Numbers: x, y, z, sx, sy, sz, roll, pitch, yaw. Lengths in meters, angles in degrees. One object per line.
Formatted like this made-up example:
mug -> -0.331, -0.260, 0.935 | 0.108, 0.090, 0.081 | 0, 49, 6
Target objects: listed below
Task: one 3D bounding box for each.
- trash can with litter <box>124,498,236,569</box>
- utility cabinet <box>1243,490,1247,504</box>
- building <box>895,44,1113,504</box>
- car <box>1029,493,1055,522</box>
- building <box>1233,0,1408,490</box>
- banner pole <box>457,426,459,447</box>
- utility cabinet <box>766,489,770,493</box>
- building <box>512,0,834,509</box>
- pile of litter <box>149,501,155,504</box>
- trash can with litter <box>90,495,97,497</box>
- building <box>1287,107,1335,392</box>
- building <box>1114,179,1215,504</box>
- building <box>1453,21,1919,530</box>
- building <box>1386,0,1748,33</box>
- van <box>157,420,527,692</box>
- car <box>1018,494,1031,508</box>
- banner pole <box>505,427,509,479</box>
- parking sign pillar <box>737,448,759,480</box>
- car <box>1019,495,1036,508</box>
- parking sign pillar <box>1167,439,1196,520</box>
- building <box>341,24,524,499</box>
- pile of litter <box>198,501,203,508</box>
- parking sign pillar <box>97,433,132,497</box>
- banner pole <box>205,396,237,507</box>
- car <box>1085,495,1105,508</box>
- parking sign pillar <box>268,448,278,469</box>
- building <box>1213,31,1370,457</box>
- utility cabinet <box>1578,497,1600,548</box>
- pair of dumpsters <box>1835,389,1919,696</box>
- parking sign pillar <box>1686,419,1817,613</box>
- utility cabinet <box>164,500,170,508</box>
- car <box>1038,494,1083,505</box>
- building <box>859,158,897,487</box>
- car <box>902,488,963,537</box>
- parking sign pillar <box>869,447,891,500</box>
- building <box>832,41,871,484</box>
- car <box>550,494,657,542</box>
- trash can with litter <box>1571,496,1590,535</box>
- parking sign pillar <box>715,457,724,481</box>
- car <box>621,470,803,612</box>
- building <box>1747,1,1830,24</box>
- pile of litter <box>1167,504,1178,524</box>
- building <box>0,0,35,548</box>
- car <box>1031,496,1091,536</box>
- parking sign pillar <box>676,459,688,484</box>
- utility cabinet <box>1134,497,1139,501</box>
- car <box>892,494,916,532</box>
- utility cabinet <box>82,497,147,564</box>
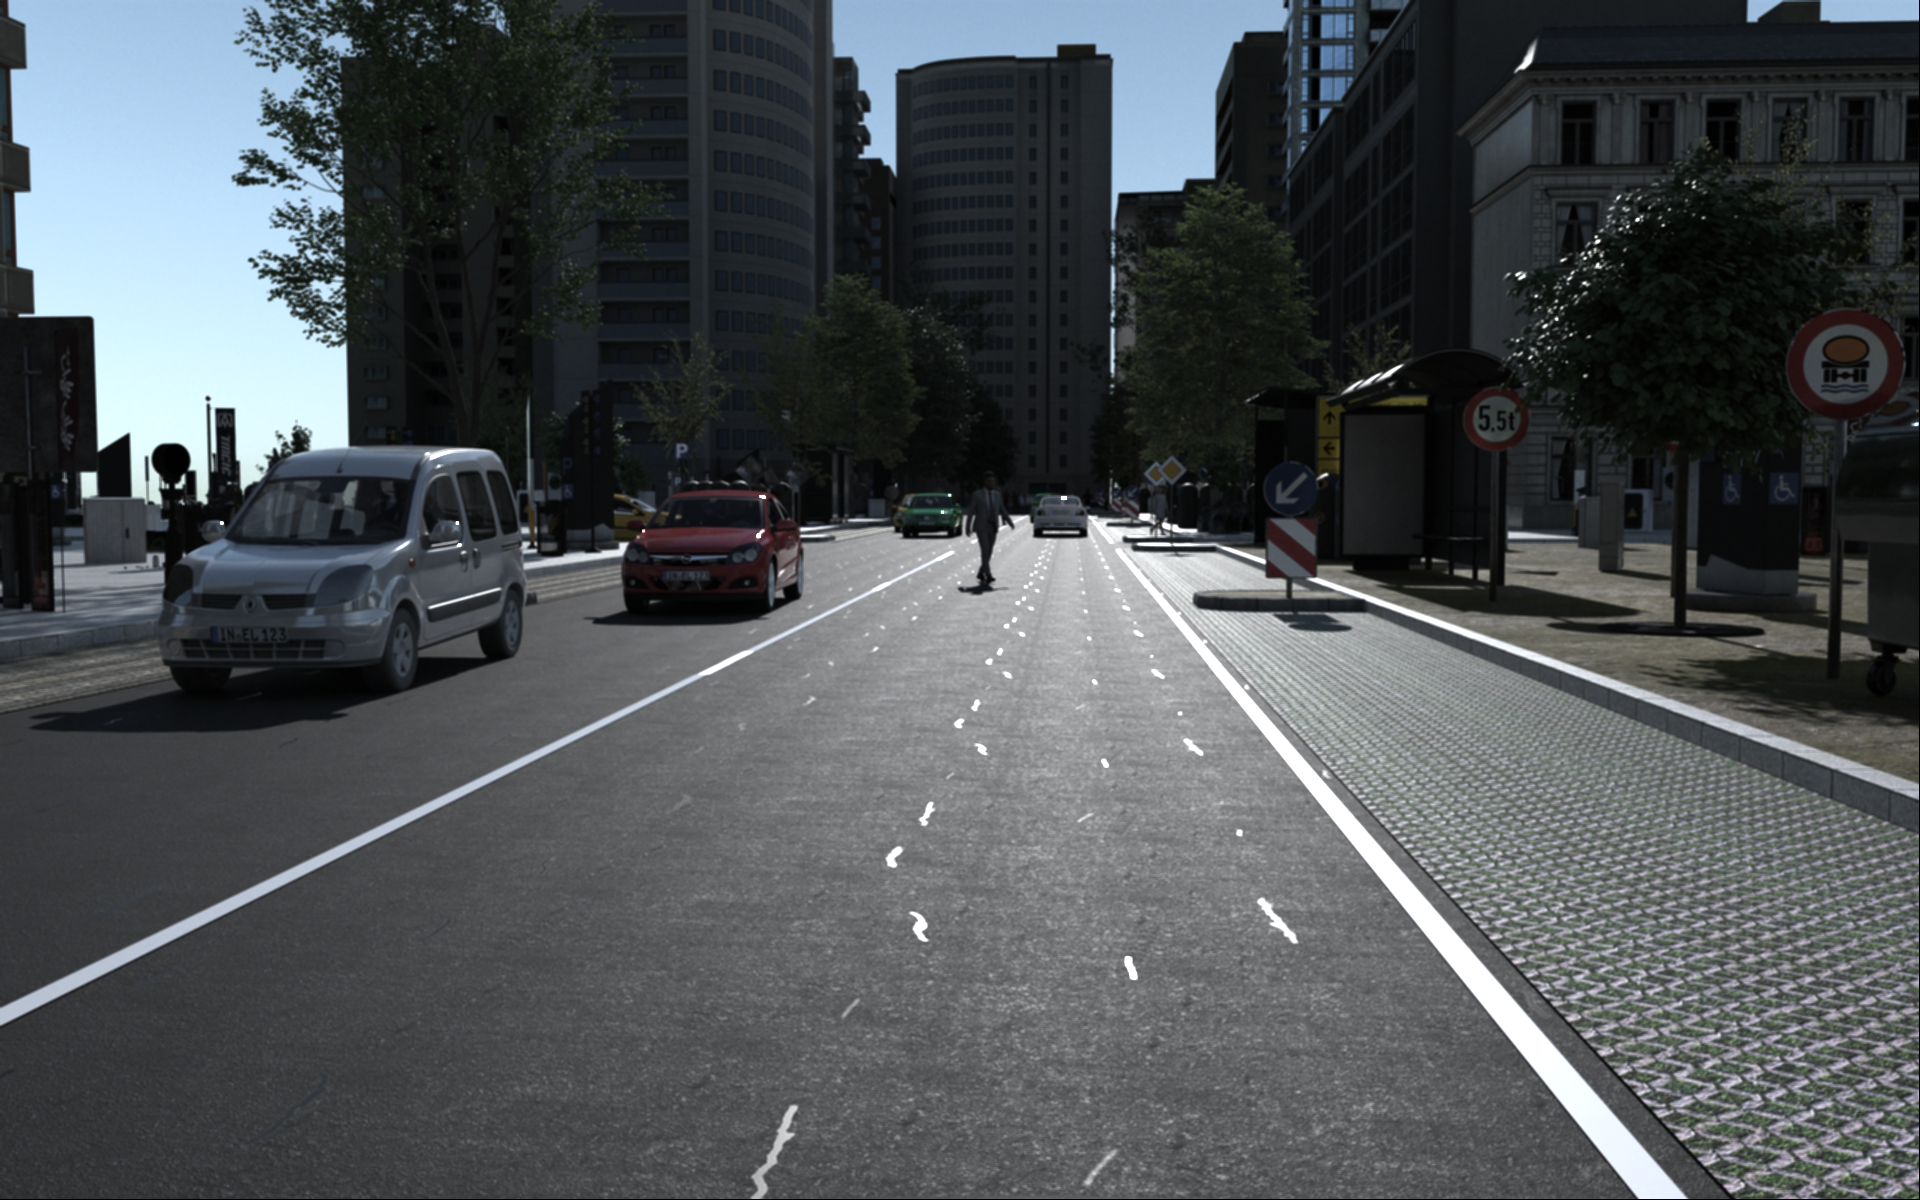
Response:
trash can with litter -> -13.192, -1.158, 29.993 | 2.233, 1.210, 1.678 | 1, 4, 23
utility cabinet -> 14.241, -4.712, 85.725 | 1.173, 1.500, 0.318 | -3, 5, -43
building -> 5.905, -42.165, 231.392 | 28.212, 58.520, 21.231 | 0, 4, 4
car -> 4.524, -4.894, 88.810 | 1.959, 1.807, 4.718 | 0, 4, 4
building -> 36.937, -51.304, 151.495 | 22.319, 86.520, 31.000 | 0, 4, 4
banner pole -> -13.145, -3.410, 45.775 | 0.401, 3.779, 0.863 | -2, 4, -35
utility cabinet -> -8.146, -4.182, 77.049 | 0.318, 1.500, 1.173 | -3, 5, -40
building -> -22.805, -36.752, 142.896 | 21.231, 58.520, 28.212 | 0, 4, 4
pile of litter -> -52.284, -5.969, 111.564 | 1.719, 0.858, 1.176 | -3, 5, -42
trash can with litter -> -58.977, -6.596, 118.908 | 1.678, 1.210, 2.233 | 3, 5, 43
building -> 29.779, -19.538, 112.959 | 14.314, 27.812, 24.014 | 0, 4, 4
building -> 27.382, -33.253, 227.283 | 14.086, 41.232, 14.154 | 0, 4, 4
building -> 29.730, -12.335, 66.297 | 19.286, 19.102, 10.561 | 0, 4, 4
building -> 28.394, -18.075, 89.028 | 14.314, 27.812, 24.014 | 0, 4, 4
van -> -4.790, -0.419, 13.865 | 2.013, 2.044, 4.112 | 0, 4, 2
car -> 6.995, -10.699, 185.158 | 2.015, 1.641, 3.980 | 0, 4, 4
banner pole -> -16.957, -4.580, 64.901 | 0.401, 3.779, 0.863 | -1, 4, -12
parking sign pillar -> -12.229, -6.822, 100.018 | 1.447, 3.967, 1.447 | 0, 4, -7
car -> 7.196, -10.237, 179.731 | 2.083, 1.381, 4.827 | 0, 4, 4
parking sign pillar -> 10.889, -5.899, 84.923 | 1.447, 3.967, 1.447 | 2, 4, 33
building -> -50.916, -34.291, 184.363 | 21.600, 48.544, 21.300 | 0, 4, 4
pile of litter -> -46.792, -5.634, 106.082 | 1.719, 0.858, 1.176 | 2, 4, 28
parking sign pillar -> -36.995, -5.337, 75.735 | 1.447, 3.967, 1.447 | -3, 4, -39
banner pole -> -18.954, -3.323, 44.345 | 0.863, 3.779, 0.401 | -1, 4, -16
car -> 12.838, -9.256, 163.909 | 1.945, 1.354, 3.894 | 0, 4, 2
parking sign pillar -> -39.800, -6.866, 100.727 | 1.447, 3.967, 1.447 | -2, 4, -35
building -> 37.850, -33.957, 178.900 | 21.300, 48.544, 21.600 | 0, 4, 4
utility cabinet -> 15.327, -1.852, 41.447 | 1.020, 1.237, 0.306 | -1, 4, -13
pair of dumpsters -> 6.261, -0.393, 8.912 | 1.574, 2.255, 4.437 | 0, 4, 4
parking sign pillar -> 8.803, -1.886, 19.302 | 1.447, 3.967, 1.447 | -1, 4, -9
utility cabinet -> -48.626, -5.985, 106.530 | 0.318, 1.500, 1.173 | -1, 4, -8
car -> 4.485, -4.135, 77.390 | 2.009, 1.686, 4.222 | 0, 4, 2
building -> -15.703, -35.489, 230.350 | 14.200, 45.320, 14.600 | 0, 4, 4
car -> -0.912, -3.057, 58.771 | 1.959, 1.807, 4.718 | 0, 4, 5
parking sign pillar -> -4.550, -6.748, 98.798 | 1.447, 3.967, 1.447 | -3, 5, -41
building -> -25.014, -34.370, 181.560 | 30.456, 49.044, 23.786 | 0, 4, 4
car -> -9.394, -2.319, 48.133 | 3.980, 1.641, 2.015 | 0, 4, 4
trash can with litter -> 19.998, -2.646, 54.318 | 2.233, 1.210, 1.678 | -3, 5, -40
parking sign pillar -> -17.484, -8.402, 125.844 | 1.447, 3.967, 1.447 | -1, 4, -17
car -> -3.115, -0.813, 22.328 | 2.155, 1.783, 4.494 | 0, 4, 2
building -> 77.320, -33.802, 176.362 | 21.600, 48.544, 21.300 | 0, 4, 4
pile of litter -> 9.488, -3.682, 74.161 | 1.176, 0.858, 1.719 | 0, 4, 1
building -> -34.481, -10.866, 22.694 | 28.899, 21.520, 27.650 | 0, 4, 4
car -> 3.522, -2.943, 60.477 | 2.083, 1.381, 4.827 | 0, 4, 4
parking sign pillar -> -15.326, -6.544, 95.465 | 1.447, 3.967, 1.447 | -1, 4, -18
utility cabinet -> 12.863, -7.015, 123.372 | 1.173, 1.500, 0.318 | -3, 5, -43
car -> -1.551, -3.457, 66.741 | 2.015, 1.641, 3.980 | 0, 4, 4
utility cabinet -> -15.719, -1.287, 32.212 | 1.020, 1.237, 0.306 | -2, 4, -34
